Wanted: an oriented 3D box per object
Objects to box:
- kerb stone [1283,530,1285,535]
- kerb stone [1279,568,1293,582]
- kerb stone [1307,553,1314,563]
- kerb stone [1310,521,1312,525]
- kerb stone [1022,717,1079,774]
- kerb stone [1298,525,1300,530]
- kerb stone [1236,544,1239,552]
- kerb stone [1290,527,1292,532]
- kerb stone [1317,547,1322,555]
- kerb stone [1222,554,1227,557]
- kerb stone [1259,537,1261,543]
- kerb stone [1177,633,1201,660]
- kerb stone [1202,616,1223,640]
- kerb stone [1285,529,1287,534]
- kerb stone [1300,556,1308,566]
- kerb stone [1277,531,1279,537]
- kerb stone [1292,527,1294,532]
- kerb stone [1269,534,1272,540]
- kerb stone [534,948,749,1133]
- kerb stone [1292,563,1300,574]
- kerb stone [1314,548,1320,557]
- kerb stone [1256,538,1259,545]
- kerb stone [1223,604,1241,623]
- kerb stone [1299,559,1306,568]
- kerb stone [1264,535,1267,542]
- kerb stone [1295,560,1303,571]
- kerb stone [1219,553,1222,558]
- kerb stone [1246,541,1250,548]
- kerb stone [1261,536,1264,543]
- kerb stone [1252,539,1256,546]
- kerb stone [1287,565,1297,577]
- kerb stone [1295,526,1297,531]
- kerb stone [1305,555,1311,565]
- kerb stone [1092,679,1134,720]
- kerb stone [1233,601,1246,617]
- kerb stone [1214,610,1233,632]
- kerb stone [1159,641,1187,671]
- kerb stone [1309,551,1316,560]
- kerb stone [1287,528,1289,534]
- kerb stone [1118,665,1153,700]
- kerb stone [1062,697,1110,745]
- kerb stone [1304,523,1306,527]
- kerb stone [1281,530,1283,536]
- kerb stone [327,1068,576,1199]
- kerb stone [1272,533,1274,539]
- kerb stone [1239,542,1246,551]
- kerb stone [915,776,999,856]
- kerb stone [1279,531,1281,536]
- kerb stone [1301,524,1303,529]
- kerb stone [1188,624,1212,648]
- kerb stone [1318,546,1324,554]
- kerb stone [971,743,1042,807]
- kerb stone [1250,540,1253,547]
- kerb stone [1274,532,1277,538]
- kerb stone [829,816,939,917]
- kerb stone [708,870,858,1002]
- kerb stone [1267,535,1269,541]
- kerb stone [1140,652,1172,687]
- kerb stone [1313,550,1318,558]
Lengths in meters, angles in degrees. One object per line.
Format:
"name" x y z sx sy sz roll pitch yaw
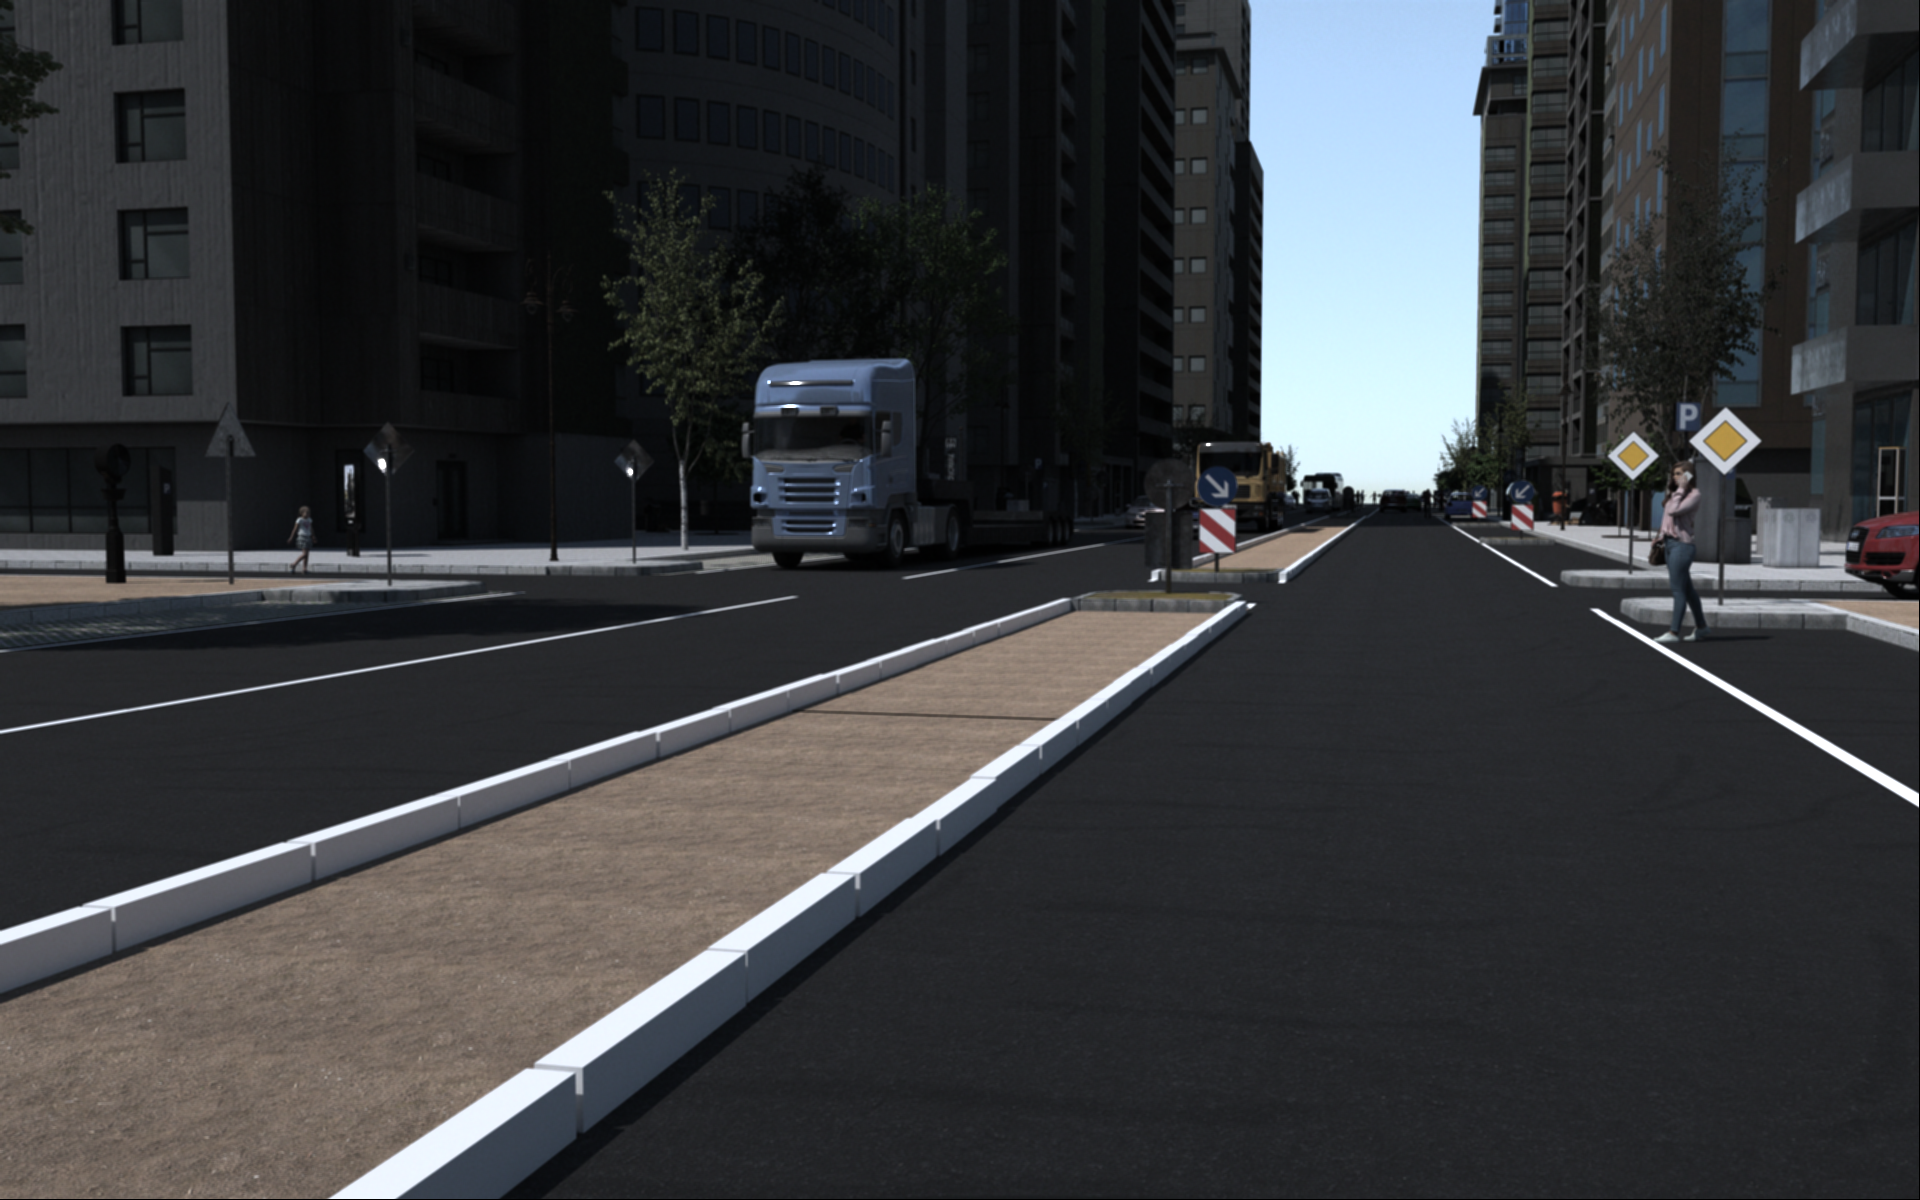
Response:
"kerb stone" 10.894 -2.256 59.083 0.120 0.150 1.000 1 4 14
"kerb stone" 5.393 -0.398 28.779 0.120 0.150 1.000 1 4 14
"kerb stone" 7.156 -0.827 35.720 0.120 0.150 1.000 1 4 14
"kerb stone" 15.430 -3.349 76.973 0.120 0.150 1.000 1 4 14
"kerb stone" 0.482 0.786 9.351 0.120 0.150 1.000 1 4 14
"kerb stone" 13.160 -2.801 68.034 0.120 0.150 1.000 1 4 14
"kerb stone" 6.637 -1.223 42.194 0.120 0.150 1.000 1 4 14
"kerb stone" 11.909 -2.499 63.051 0.120 0.150 1.000 1 4 14
"kerb stone" 8.162 -1.069 39.688 0.120 0.150 1.000 1 4 14
"kerb stone" 5.877 -1.038 39.220 0.120 0.150 1.000 1 4 14
"kerb stone" 8.386 -1.649 49.161 0.120 0.150 1.000 1 4 14
"kerb stone" 1.990 0.428 15.311 0.120 0.150 1.000 1 4 14
"kerb stone" 2.494 0.299 17.299 0.120 0.150 1.000 1 4 14
"kerb stone" 11.148 -2.317 60.077 0.120 0.150 1.000 1 4 14
"kerb stone" 6.648 -0.706 33.741 0.120 0.150 1.000 1 4 14
"kerb stone" 10.148 -2.074 56.109 0.120 0.150 1.000 1 4 14
"kerb stone" 12.154 -2.558 64.047 0.120 0.150 1.000 1 4 14
"kerb stone" 9.392 -1.892 53.130 0.120 0.150 1.000 1 4 14
"kerb stone" -0.779 1.090 4.376 0.120 0.150 1.000 1 4 14
"kerb stone" 5.911 -0.524 30.760 0.120 0.150 1.000 1 4 14
"kerb stone" 7.908 -1.007 38.695 0.120 0.150 1.000 1 4 14
"kerb stone" 8.137 -1.585 48.165 0.120 0.150 1.000 1 4 14
"kerb stone" 2.994 0.178 19.286 0.120 0.150 1.000 1 4 14
"kerb stone" 6.398 -0.638 32.750 0.120 0.150 1.000 1 4 14
"kerb stone" 8.893 -1.771 51.147 0.120 0.150 1.000 1 4 14
"kerb stone" 6.157 -0.585 31.752 0.120 0.150 1.000 1 4 14
"kerb stone" 5.620 -0.980 38.225 0.120 0.150 1.000 1 4 14
"kerb stone" 7.388 -1.406 45.184 0.120 0.150 1.000 1 4 14
"kerb stone" 8.636 -1.710 50.152 0.120 0.150 1.000 1 4 14
"kerb stone" 7.882 -1.525 47.168 0.120 0.150 1.000 1 4 14
"kerb stone" 5.655 -0.463 29.770 0.120 0.150 1.000 1 4 14
"kerb stone" 12.661 -2.681 66.037 0.120 0.150 1.000 1 4 14
"kerb stone" 6.900 -0.767 34.731 0.120 0.150 1.000 1 4 14
"kerb stone" 0.987 0.665 11.339 0.120 0.150 1.000 1 4 14
"kerb stone" 3.250 0.120 20.278 0.120 0.150 1.000 1 4 14
"kerb stone" 2.746 0.239 18.290 0.120 0.150 1.000 1 4 14
"kerb stone" 1.739 0.482 14.320 0.120 0.150 1.000 1 4 14
"kerb stone" 7.414 -0.885 36.711 0.120 0.150 1.000 1 4 14
"kerb stone" 11.404 -2.377 61.066 0.120 0.150 1.000 1 4 14
"kerb stone" 1.228 0.606 12.333 0.120 0.150 1.000 1 4 14
"kerb stone" 0.737 0.727 10.343 0.120 0.150 1.000 1 4 14
"kerb stone" 14.175 -3.047 72.011 0.120 0.150 1.000 1 4 14
"kerb stone" 10.645 -2.196 58.092 0.120 0.150 1.000 1 4 14
"kerb stone" -1.033 1.152 3.377 0.120 0.150 1.000 1 4 14
"kerb stone" 9.645 -1.953 54.124 0.120 0.150 1.000 1 4 14
"kerb stone" 7.136 -1.345 44.190 0.120 0.150 1.000 1 4 14
"kerb stone" -0.015 0.913 7.352 0.120 0.150 1.000 1 4 14
"kerb stone" 10.397 -2.133 57.100 0.120 0.150 1.000 1 4 14
"kerb stone" 13.665 -2.925 70.023 0.120 0.150 1.000 1 4 14
"kerb stone" 2.236 0.360 16.303 0.120 0.150 1.000 1 4 14
"kerb stone" 8.408 -1.123 40.680 0.120 0.150 1.000 1 4 14
"kerb stone" 0.225 0.847 8.348 0.120 0.150 1.000 1 4 14
"kerb stone" 7.637 -1.464 46.175 0.120 0.150 1.000 1 4 14
"kerb stone" 9.900 -2.013 55.114 0.120 0.150 1.000 1 4 14
"kerb stone" -0.274 0.968 6.362 0.120 0.150 1.000 1 4 14
"kerb stone" -0.533 1.029 5.368 0.120 0.150 1.000 1 4 14
"kerb stone" 9.142 -1.831 52.139 0.120 0.150 1.000 1 4 14
"kerb stone" 1.489 0.543 13.321 0.120 0.150 1.000 1 4 14
"kerb stone" 7.652 -0.949 37.705 0.120 0.150 1.000 1 4 14
